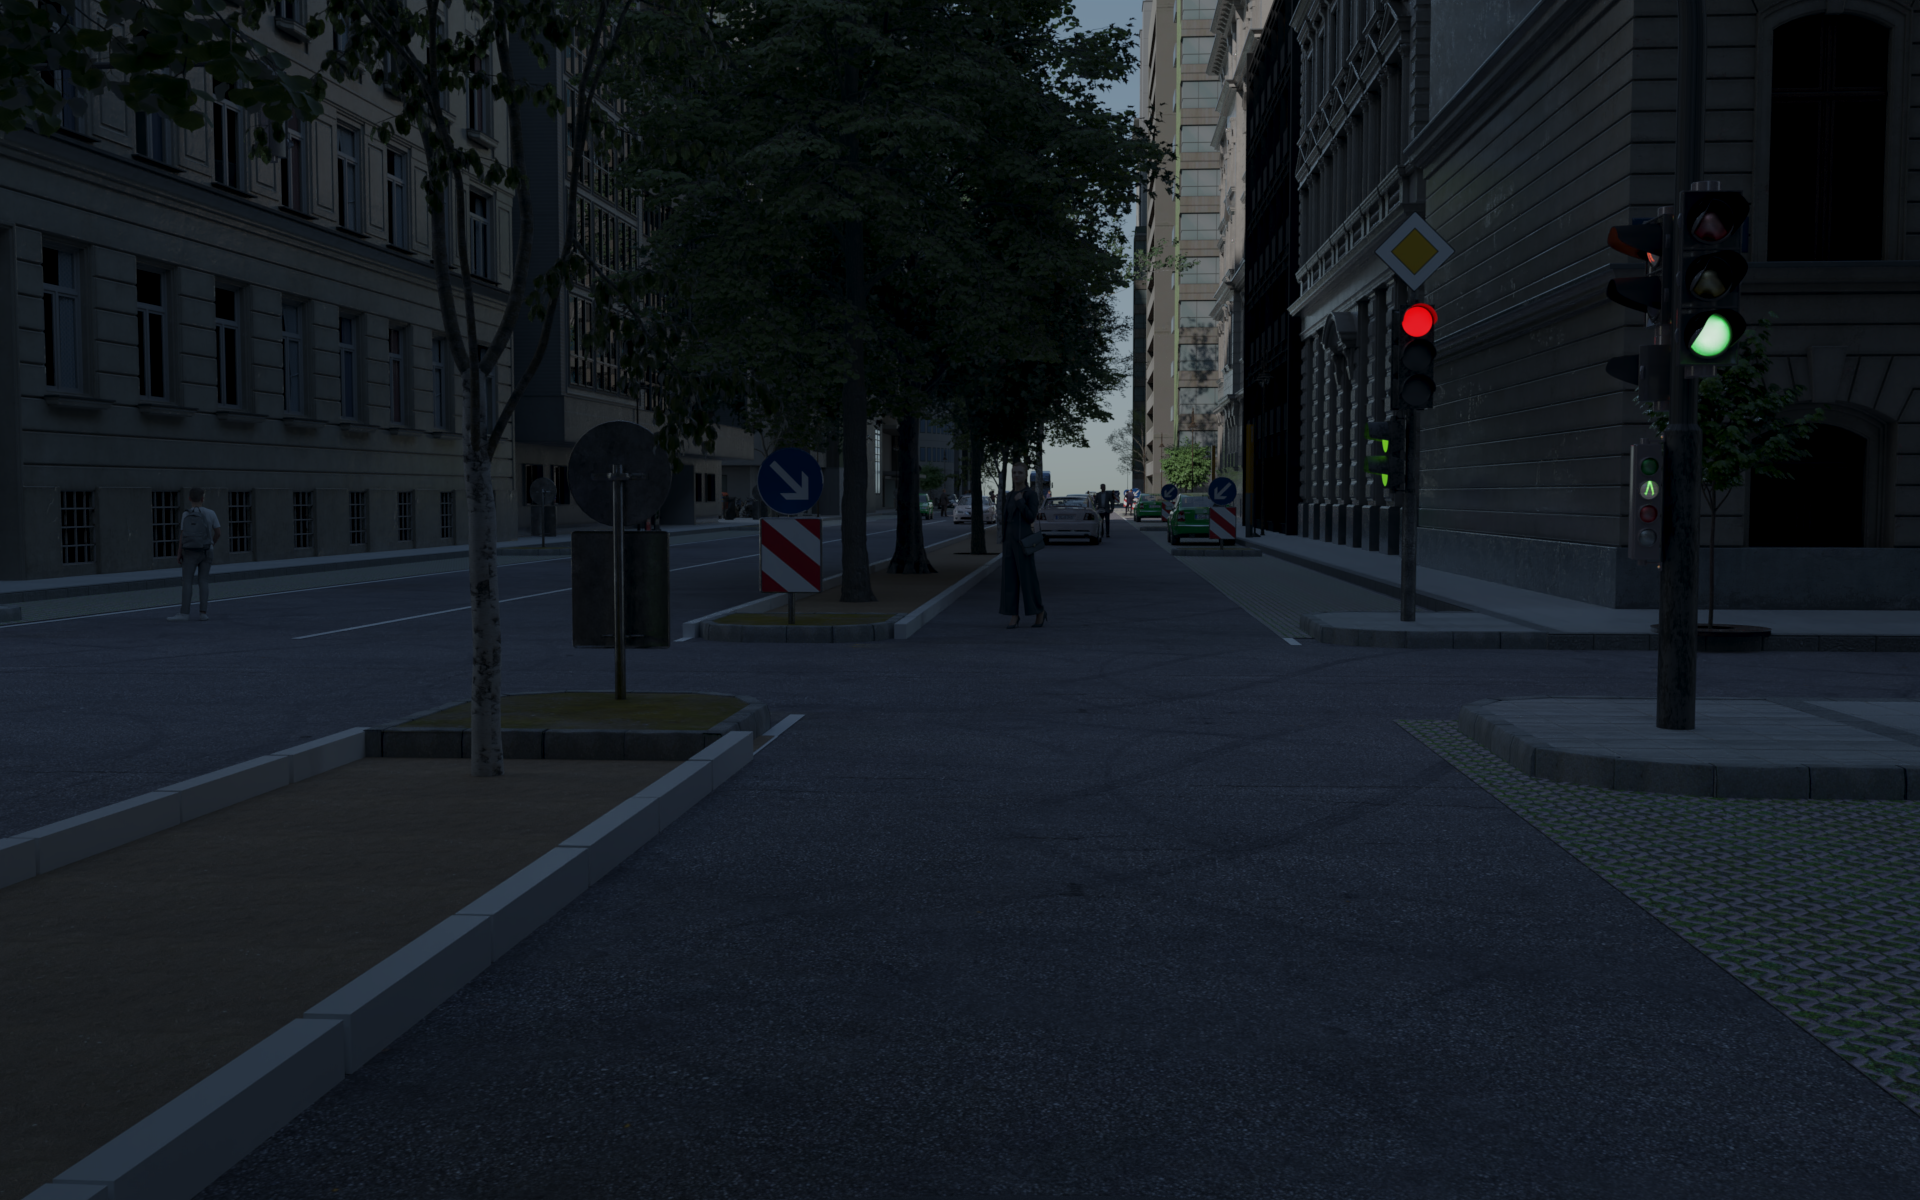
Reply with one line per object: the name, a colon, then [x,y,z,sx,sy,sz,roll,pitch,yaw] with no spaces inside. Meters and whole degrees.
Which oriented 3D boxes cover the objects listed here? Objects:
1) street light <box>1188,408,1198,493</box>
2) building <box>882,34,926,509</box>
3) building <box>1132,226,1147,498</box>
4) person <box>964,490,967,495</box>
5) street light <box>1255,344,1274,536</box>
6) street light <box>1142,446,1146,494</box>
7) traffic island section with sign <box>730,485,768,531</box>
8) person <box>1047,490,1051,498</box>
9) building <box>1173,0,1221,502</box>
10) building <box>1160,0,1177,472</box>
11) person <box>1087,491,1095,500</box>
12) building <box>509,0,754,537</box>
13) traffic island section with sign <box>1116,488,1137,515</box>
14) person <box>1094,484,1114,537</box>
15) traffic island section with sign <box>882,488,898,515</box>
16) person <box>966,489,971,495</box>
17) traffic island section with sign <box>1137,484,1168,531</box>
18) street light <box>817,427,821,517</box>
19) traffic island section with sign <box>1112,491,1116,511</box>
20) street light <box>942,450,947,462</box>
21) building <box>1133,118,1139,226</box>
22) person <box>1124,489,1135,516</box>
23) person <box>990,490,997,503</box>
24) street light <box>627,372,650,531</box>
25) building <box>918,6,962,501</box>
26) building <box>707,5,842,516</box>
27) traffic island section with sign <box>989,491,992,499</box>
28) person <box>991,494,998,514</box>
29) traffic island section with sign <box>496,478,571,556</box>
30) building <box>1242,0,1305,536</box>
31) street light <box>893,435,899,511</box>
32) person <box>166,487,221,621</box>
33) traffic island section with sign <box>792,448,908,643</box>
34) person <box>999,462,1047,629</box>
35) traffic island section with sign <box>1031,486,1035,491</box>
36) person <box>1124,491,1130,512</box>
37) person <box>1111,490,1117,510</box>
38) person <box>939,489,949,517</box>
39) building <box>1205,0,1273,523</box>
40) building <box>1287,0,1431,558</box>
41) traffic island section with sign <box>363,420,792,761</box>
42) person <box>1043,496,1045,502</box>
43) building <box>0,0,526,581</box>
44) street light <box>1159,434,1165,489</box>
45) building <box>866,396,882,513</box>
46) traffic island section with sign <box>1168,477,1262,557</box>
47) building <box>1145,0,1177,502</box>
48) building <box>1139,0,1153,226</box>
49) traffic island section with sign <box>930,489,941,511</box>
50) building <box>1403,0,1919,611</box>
street light: [12.277,-7.258,91.461,0.468,5.910,1.993,0,4,4]
building: [-17.619,-34.513,153.523,28.713,52.752,27.495,0,4,4]
building: [25.720,-25.445,187.727,14.160,30.474,14.107,0,4,4]
person: [0.620,-8.406,146.653,0.721,1.743,1.217,1,4,18]
street light: [9.369,-4.934,53.452,0.468,5.910,1.993,0,4,4]
street light: [17.858,-11.922,167.706,0.468,5.910,1.993,0,4,4]
traffic island section with sign: [-7.904,-3.643,68.188,1.989,1.847,2.006,0,4,4]
person: [6.471,-7.128,125.955,0.530,1.710,0.541,0,4,-4]
building: [20.296,-25.886,106.837,14.154,41.232,14.086,0,4,4]
building: [27.308,-31.133,128.638,23.786,49.044,30.456,0,4,4]
person: [11.080,-8.540,148.843,1.217,1.735,0.721,-2,4,-28]
building: [-17.412,-14.954,63.561,14.314,24.678,30.058,0,4,4]
traffic island section with sign: [11.706,-6.593,116.423,1.989,1.847,2.006,0,4,4]
person: [4.723,-2.932,56.837,0.661,1.777,0.834,0,4,-1]
traffic island section with sign: [-4.179,-6.662,117.558,1.989,1.847,2.006,0,4,4]
person: [0.769,-8.119,141.332,1.350,1.814,0.705,-2,4,-34]
traffic island section with sign: [7.984,-3.584,67.229,1.989,1.847,2.006,0,4,4]
street light: [-7.824,-7.494,95.311,0.468,5.910,1.993,0,4,4]
traffic island section with sign: [13.760,-8.261,143.696,1.989,1.847,2.006,0,4,4]
street light: [-1.554,-12.565,178.220,0.468,5.910,1.993,0,4,4]
building: [37.694,-39.548,235.851,28.713,52.752,27.495,0,4,4]
person: [11.048,-6.371,113.118,0.683,1.767,0.568,0,4,-2]
person: [2.725,-7.863,137.776,0.721,1.736,1.217,-2,4,-29]
street light: [-10.697,-5.182,57.506,0.468,5.910,1.993,0,4,4]
building: [-11.284,-39.706,191.188,21.231,58.520,28.212,0,4,4]
building: [-14.411,-20.196,101.912,14.160,30.474,14.107,0,4,4]
traffic island section with sign: [4.155,-13.398,227.682,1.989,1.847,2.006,0,4,4]
person: [2.794,-7.006,123.763,1.217,1.743,0.721,1,4,11]
traffic island section with sign: [-9.980,-1.975,40.927,1.989,1.847,2.006,0,4,4]
building: [16.813,-14.100,60.214,12.332,23.373,15.834,0,4,4]
street light: [-4.923,-9.847,133.778,0.468,5.910,1.993,0,4,4]
person: [-8.671,-0.521,19.617,0.523,1.515,0.503,1,4,14]
traffic island section with sign: [-1.609,-0.580,17.614,2.006,1.907,1.989,0,4,4]
person: [0.652,-0.589,18.557,0.576,1.772,0.534,2,4,29]
traffic island section with sign: [4.047,-5.162,92.540,2.006,1.907,1.989,0,4,4]
person: [13.590,-7.962,139.508,0.721,1.723,1.217,-2,4,-35]
person: [13.505,-8.793,152.276,0.705,1.822,1.348,-1,4,-16]
person: [-0.978,-6.151,109.625,0.434,1.755,0.990,-3,4,-37]
building: [18.924,-17.886,79.819,14.401,28.519,23.554,0,4,4]
building: [14.263,-13.033,41.960,11.050,23.489,19.941,0,4,4]
traffic island section with sign: [-2.177,-0.128,10.228,2.006,1.907,1.989,0,4,4]
person: [4.533,-5.599,100.056,0.705,1.823,1.348,-3,4,-36]
building: [-20.497,-12.241,33.419,16.112,22.955,30.059,0,4,4]
street light: [15.097,-9.596,129.686,0.468,5.910,1.993,0,4,4]
building: [-16.582,-49.558,122.940,22.319,86.520,31.000,0,4,4]
traffic island section with sign: [5.946,-1.940,40.350,1.989,1.847,2.006,0,4,4]
building: [27.846,-32.535,155.654,21.300,48.544,21.600,0,4,4]
building: [31.950,-40.708,207.582,21.231,58.520,28.212,0,4,4]
traffic island section with sign: [-2.138,-8.315,144.582,1.989,1.847,2.006,0,4,4]
building: [24.570,-12.435,22.405,34.723,24.649,14.460,0,4,4]
